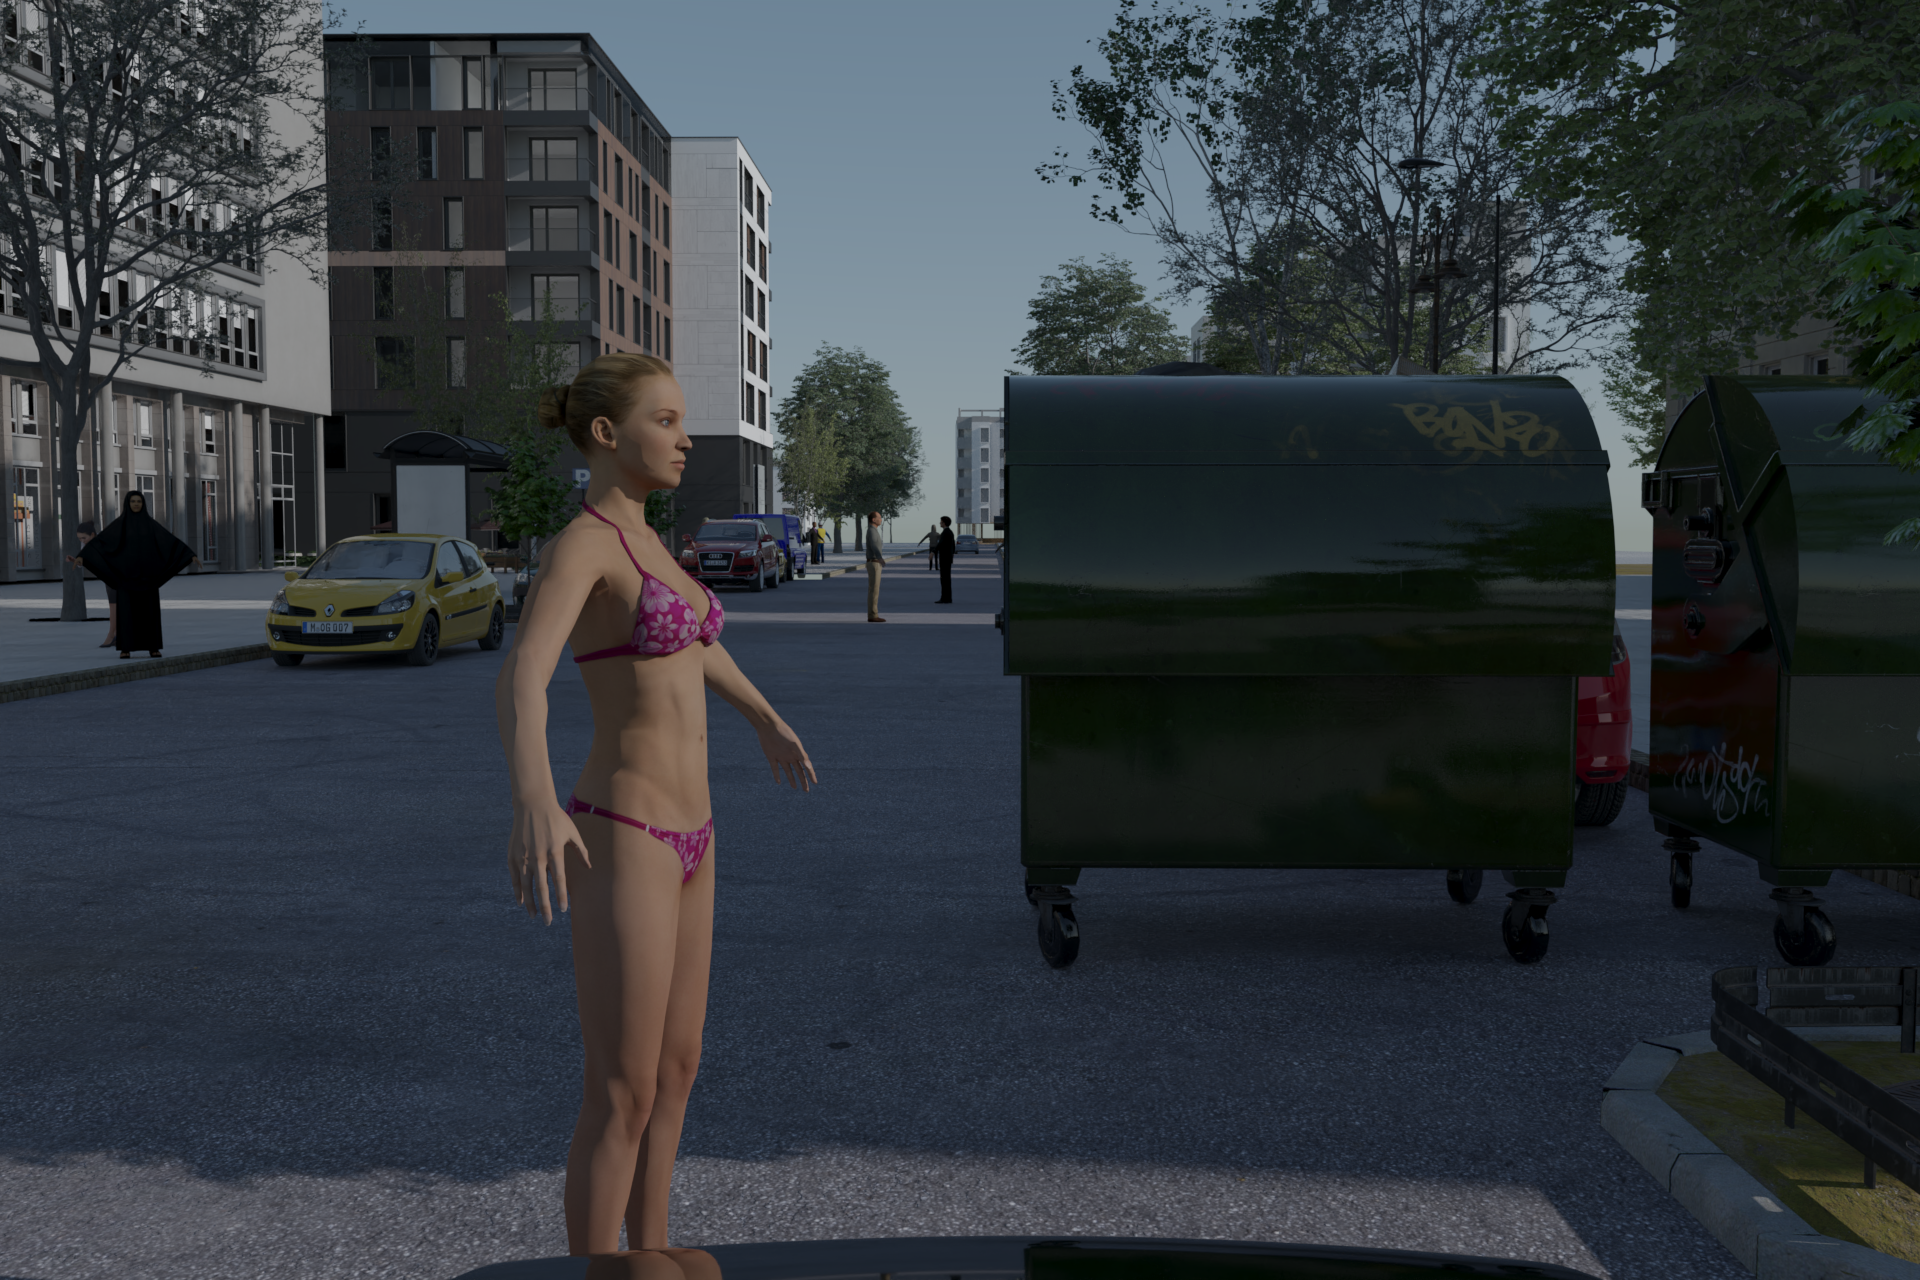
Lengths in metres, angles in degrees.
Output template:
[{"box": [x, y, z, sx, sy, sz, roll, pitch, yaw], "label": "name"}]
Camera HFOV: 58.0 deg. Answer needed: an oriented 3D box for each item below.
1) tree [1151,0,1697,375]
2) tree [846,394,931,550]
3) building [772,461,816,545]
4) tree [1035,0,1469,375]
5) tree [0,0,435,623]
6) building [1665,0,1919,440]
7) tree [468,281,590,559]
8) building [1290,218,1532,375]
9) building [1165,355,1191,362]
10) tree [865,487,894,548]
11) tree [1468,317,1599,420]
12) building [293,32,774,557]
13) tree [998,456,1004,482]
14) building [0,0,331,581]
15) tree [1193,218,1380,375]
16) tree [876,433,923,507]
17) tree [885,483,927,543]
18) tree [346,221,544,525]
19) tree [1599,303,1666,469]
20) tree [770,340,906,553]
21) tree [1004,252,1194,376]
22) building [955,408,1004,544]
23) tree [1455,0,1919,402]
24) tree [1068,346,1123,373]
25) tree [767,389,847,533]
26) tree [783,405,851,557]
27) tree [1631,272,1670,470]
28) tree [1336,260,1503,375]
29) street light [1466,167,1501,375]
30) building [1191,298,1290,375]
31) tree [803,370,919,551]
[{"box": [8.910, -7.559, 33.956, 12.009, 13.543, 11.850, 0, 3, 0], "label": "tree"}, {"box": [-7.437, -14.135, 141.482, 12.009, 13.543, 11.850, 0, 3, 0], "label": "tree"}, {"box": [-22.171, -16.576, 213.159, 9.099, 9.664, 28.070, 0, 3, 0], "label": "building"}, {"box": [8.535, -11.836, 49.401, 12.611, 20.169, 13.585, 0, 3, 0], "label": "tree"}, {"box": [-13.109, -7.026, 25.253, 12.009, 13.543, 11.850, 0, 3, 0], "label": "tree"}, {"box": [26.402, -14.791, 39.090, 12.463, 27.353, 25.104, 0, 4, 1], "label": "building"}, {"box": [-12.589, -6.155, 50.994, 4.737, 8.622, 4.395, 0, 3, 0], "label": "tree"}, {"box": [26.315, -15.548, 110.631, 16.016, 20.090, 11.380, 0, 4, 1], "label": "building"}, {"box": [28.565, -19.167, 179.837, 16.747, 18.905, 31.486, 0, 4, 2], "label": "building"}, {"box": [-7.095, -12.823, 160.011, 4.360, 8.622, 3.978, 0, 3, 0], "label": "tree"}, {"box": [18.729, -6.625, 58.686, 4.360, 8.622, 3.978, 0, 3, 0], "label": "tree"}, {"box": [-25.360, -14.891, 87.437, 27.936, 21.610, 32.646, 0, 4, 1], "label": "building"}, {"box": [8.553, -15.327, 160.963, 12.009, 13.543, 11.850, 0, 3, 0], "label": "tree"}, {"box": [-32.035, -14.295, 41.326, 19.016, 26.051, 41.698, 0, 4, 1], "label": "building"}, {"box": [11.669, -8.860, 62.990, 7.486, 12.596, 7.792, 0, 3, 0], "label": "tree"}, {"box": [-7.400, -13.861, 152.378, 9.928, 11.665, 9.643, 0, 3, 0], "label": "tree"}, {"box": [-9.960, -20.544, 246.261, 12.009, 13.543, 11.850, 0, 3, 0], "label": "tree"}, {"box": [-12.943, -5.589, 41.742, 4.360, 8.622, 3.978, 0, 3, 0], "label": "tree"}, {"box": [29.003, -8.728, 68.461, 9.928, 11.665, 9.643, 0, 3, 0], "label": "tree"}, {"box": [-8.098, -12.774, 115.515, 9.857, 13.997, 8.962, 0, 3, 0], "label": "tree"}, {"box": [6.857, -10.512, 78.532, 9.857, 13.997, 8.962, 0, 3, 0], "label": "tree"}, {"box": [-0.177, -23.920, 249.971, 11.380, 20.090, 16.016, -1, 4, -9], "label": "building"}, {"box": [7.847, -5.919, 14.900, 7.486, 12.596, 7.792, 0, 3, 0], "label": "tree"}, {"box": [7.572, -10.439, 96.434, 9.928, 11.665, 9.643, 0, 3, 0], "label": "tree"}, {"box": [-8.245, -8.455, 88.606, 4.360, 8.622, 3.978, 0, 3, 0], "label": "tree"}, {"box": [-7.959, -9.063, 98.548, 4.737, 8.622, 4.395, 0, 3, 0], "label": "tree"}, {"box": [26.305, -8.610, 58.898, 7.486, 12.596, 7.792, 0, 3, 0], "label": "tree"}, {"box": [18.907, -9.438, 72.438, 7.486, 12.596, 7.792, 0, 3, 0], "label": "tree"}, {"box": [7.191, -2.996, 21.533, 1.470, 5.913, 1.316, 0, 4, 1], "label": "street light"}, {"box": [27.836, -16.298, 132.937, 16.747, 18.905, 31.486, 0, 4, 1], "label": "building"}, {"box": [-7.685, -13.640, 129.674, 9.857, 13.997, 8.962, 0, 3, 0], "label": "tree"}]
